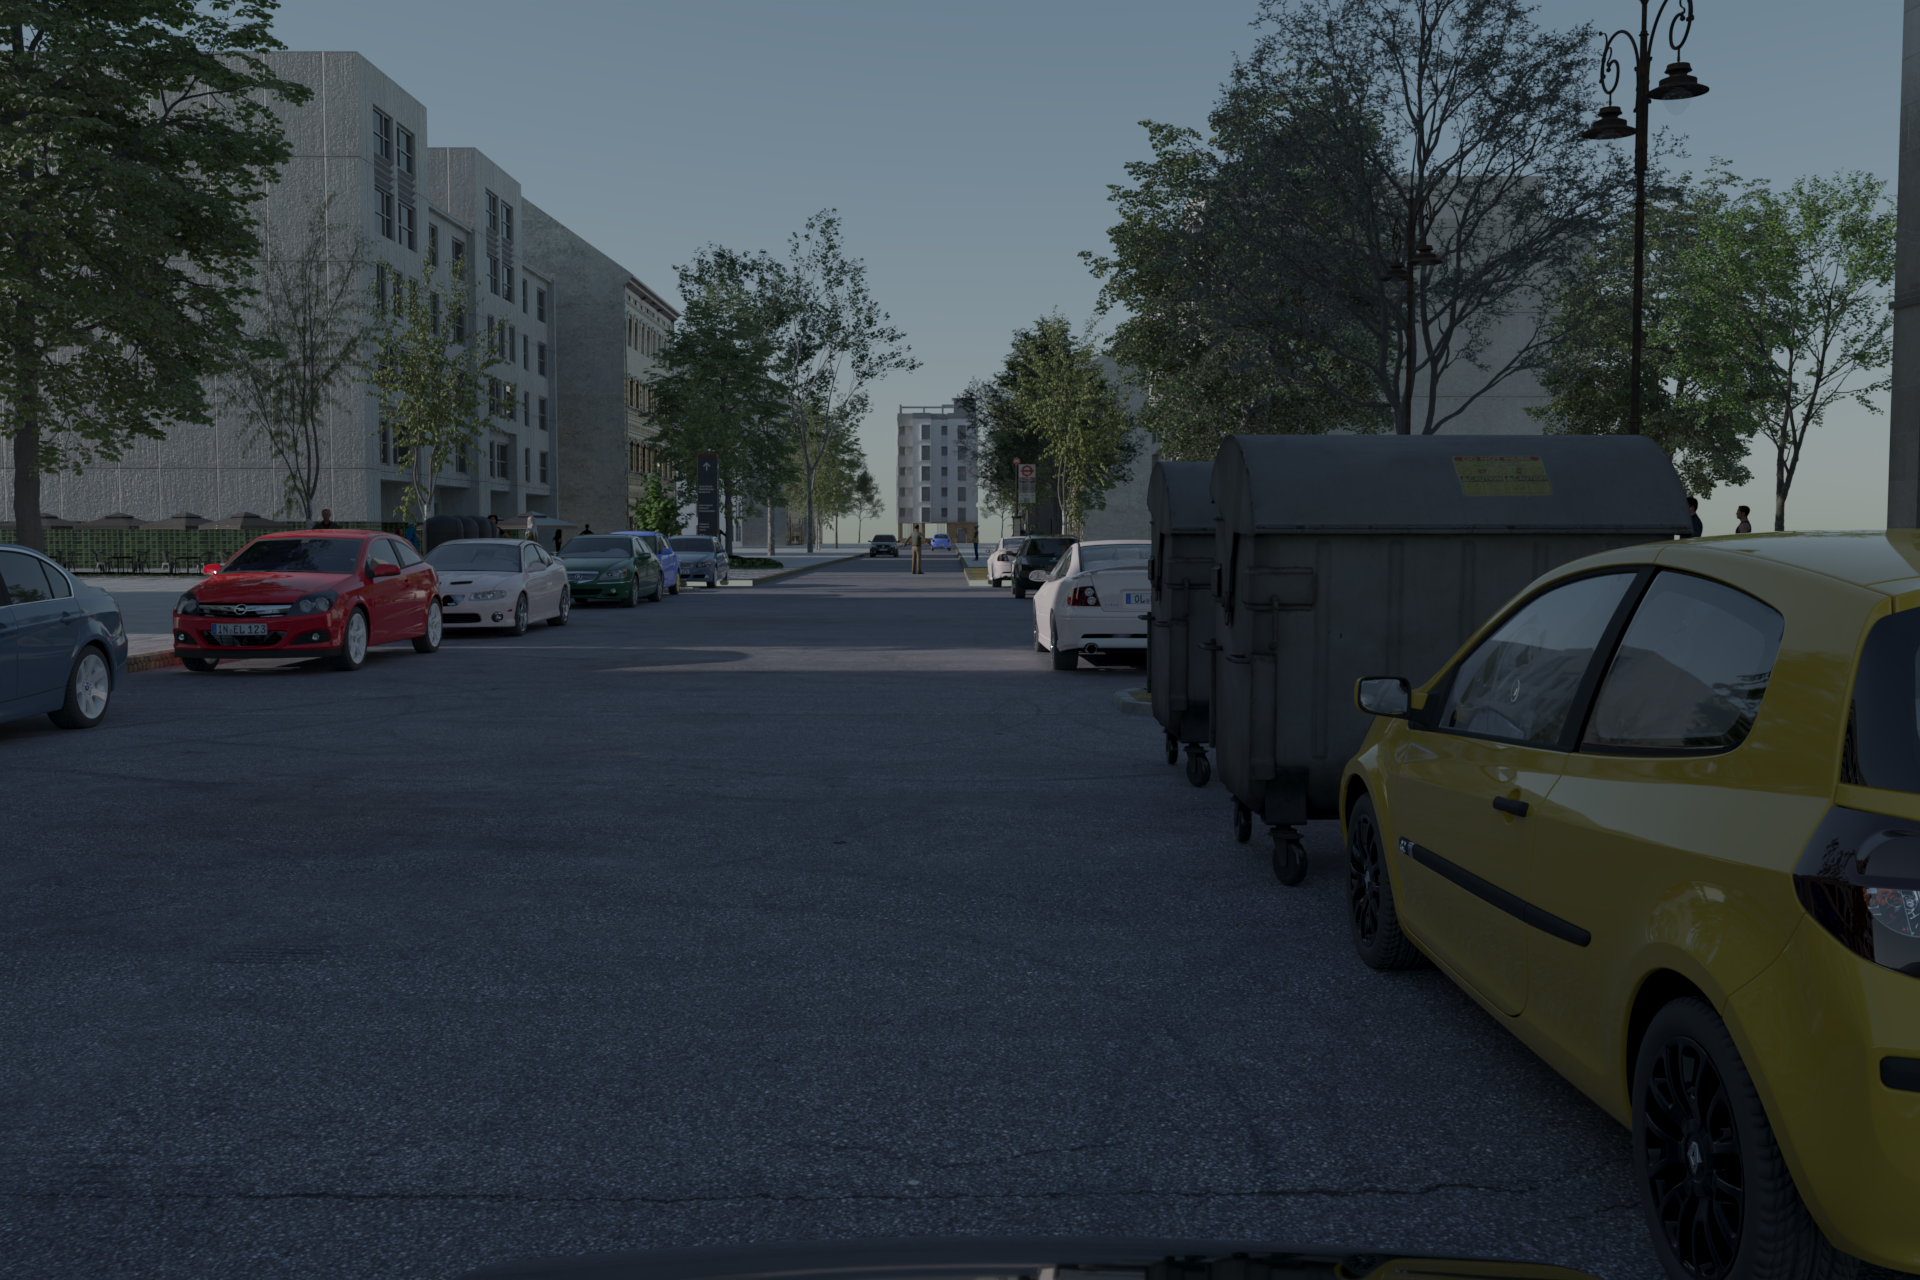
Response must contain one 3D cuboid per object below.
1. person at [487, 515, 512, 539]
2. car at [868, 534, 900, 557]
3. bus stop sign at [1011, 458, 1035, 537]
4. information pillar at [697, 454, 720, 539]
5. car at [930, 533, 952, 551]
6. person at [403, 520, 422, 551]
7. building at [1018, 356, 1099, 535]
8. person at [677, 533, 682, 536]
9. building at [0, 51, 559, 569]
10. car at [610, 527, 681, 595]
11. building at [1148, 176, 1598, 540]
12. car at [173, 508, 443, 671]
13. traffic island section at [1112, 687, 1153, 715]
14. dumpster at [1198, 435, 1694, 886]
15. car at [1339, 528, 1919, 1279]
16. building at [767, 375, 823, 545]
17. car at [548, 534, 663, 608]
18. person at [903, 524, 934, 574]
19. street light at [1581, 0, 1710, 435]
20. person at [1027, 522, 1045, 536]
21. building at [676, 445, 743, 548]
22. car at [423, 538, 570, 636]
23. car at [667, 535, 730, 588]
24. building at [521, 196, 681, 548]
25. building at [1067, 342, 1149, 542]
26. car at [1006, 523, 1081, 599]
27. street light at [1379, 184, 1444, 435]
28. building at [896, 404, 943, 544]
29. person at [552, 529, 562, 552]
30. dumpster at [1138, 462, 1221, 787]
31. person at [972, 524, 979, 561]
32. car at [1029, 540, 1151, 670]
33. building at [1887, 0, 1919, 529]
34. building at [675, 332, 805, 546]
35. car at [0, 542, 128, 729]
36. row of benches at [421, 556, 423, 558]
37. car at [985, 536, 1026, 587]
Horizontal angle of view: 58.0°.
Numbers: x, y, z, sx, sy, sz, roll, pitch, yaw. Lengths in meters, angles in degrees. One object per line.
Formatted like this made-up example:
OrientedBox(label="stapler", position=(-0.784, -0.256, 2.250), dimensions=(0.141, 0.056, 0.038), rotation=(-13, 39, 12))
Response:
OrientedBox(label="person", position=(-13.143, -2.607, 48.770), dimensions=(1.345, 1.843, 0.704), rotation=(-2, 4, -24))
OrientedBox(label="car", position=(-4.696, -5.984, 107.630), dimensions=(2.009, 1.686, 4.222), rotation=(0, 4, 0))
OrientedBox(label="bus stop sign", position=(2.200, -4.386, 60.410), dimensions=(0.855, 3.939, 0.416), rotation=(0, 4, -1))
OrientedBox(label="information pillar", position=(-8.161, -4.088, 56.221), dimensions=(0.750, 3.857, 0.750), rotation=(0, 4, -1))
OrientedBox(label="car", position=(-1.634, -8.501, 148.582), dimensions=(1.945, 1.707, 3.694), rotation=(0, 4, -2))
OrientedBox(label="person", position=(-20.560, -3.606, 65.080), dimensions=(1.347, 1.817, 0.704), rotation=(3, 4, 37))
OrientedBox(label="building", position=(20.929, -22.666, 214.567), dimensions=(27.936, 21.610, 32.646), rotation=(0, 4, 0))
OrientedBox(label="person", position=(-8.515, -2.629, 52.245), dimensions=(0.991, 1.433, 0.599), rotation=(1, 4, 21))
OrientedBox(label="building", position=(-30.481, -13.031, 79.516), dimensions=(16.747, 18.905, 31.486), rotation=(0, 4, 0))
OrientedBox(label="car", position=(-7.488, -1.841, 39.687), dimensions=(1.945, 1.707, 3.694), rotation=(0, 4, 0))
OrientedBox(label="building", position=(20.412, -13.934, 94.278), dimensions=(16.747, 18.905, 31.486), rotation=(0, 3, 0))
OrientedBox(label="car", position=(-7.210, -0.637, 19.456), dimensions=(2.155, 1.783, 4.494), rotation=(0, 4, 0))
OrientedBox(label="traffic island section", position=(2.296, 0.517, 14.417), dimensions=(1.991, 0.108, 1.994), rotation=(0, 4, 0))
OrientedBox(label="dumpster", position=(2.032, 0.042, 7.529), dimensions=(1.865, 1.857, 1.264), rotation=(0, 4, -1))
OrientedBox(label="car", position=(2.172, 0.347, 4.556), dimensions=(2.015, 1.641, 3.980), rotation=(0, 3, 0))
OrientedBox(label="building", position=(-27.328, -23.722, 218.775), dimensions=(19.493, 23.208, 18.063), rotation=(0, 4, -1))
OrientedBox(label="car", position=(-7.224, -1.430, 35.180), dimensions=(2.131, 1.459, 4.920), rotation=(0, 3, 0))
OrientedBox(label="person", position=(-1.528, -3.262, 62.059), dimensions=(1.348, 1.796, 0.705), rotation=(2, 4, 35))
OrientedBox(label="street light", position=(5.735, -2.562, 14.677), dimensions=(0.468, 5.910, 1.993), rotation=(0, 4, -1))
OrientedBox(label="person", position=(3.545, -4.464, 79.121), dimensions=(1.348, 1.813, 0.705), rotation=(1, 4, 18))
OrientedBox(label="building", position=(-25.788, -13.918, 169.707), dimensions=(9.099, 9.664, 28.070), rotation=(0, 4, -1))
OrientedBox(label="car", position=(-7.071, -0.818, 25.741), dimensions=(2.083, 1.381, 4.827), rotation=(0, 4, -1))
OrientedBox(label="car", position=(-7.369, -2.172, 47.511), dimensions=(2.014, 1.417, 4.499), rotation=(0, 4, -1))
OrientedBox(label="building", position=(-28.825, -17.074, 110.095), dimensions=(19.493, 23.208, 18.063), rotation=(0, 4, 0))
OrientedBox(label="building", position=(20.610, -20.809, 171.147), dimensions=(19.493, 23.208, 18.063), rotation=(0, 4, 0))
OrientedBox(label="car", position=(2.068, -1.840, 39.867), dimensions=(2.009, 1.686, 4.222), rotation=(0, 3, 0))
OrientedBox(label="street light", position=(6.051, -3.094, 23.379), dimensions=(0.468, 5.910, 1.993), rotation=(0, 4, -1))
OrientedBox(label="building", position=(-8.674, -23.568, 244.217), dimensions=(11.380, 20.090, 16.016), rotation=(0, 4, 1))
OrientedBox(label="person", position=(-18.678, -4.539, 80.401), dimensions=(0.705, 1.806, 1.347), rotation=(-2, 4, -27))
OrientedBox(label="dumpster", position=(2.039, -0.126, 10.277), dimensions=(1.865, 1.857, 1.264), rotation=(0, 4, -1))
OrientedBox(label="person", position=(0.697, -4.702, 83.343), dimensions=(0.721, 1.772, 1.216), rotation=(0, 4, 5))
OrientedBox(label="car", position=(1.859, -0.443, 19.610), dimensions=(2.083, 1.381, 4.827), rotation=(0, 4, -1))
OrientedBox(label="building", position=(27.432, -12.943, 13.783), dimensions=(24.374, 26.755, 37.873), rotation=(0, 4, -1))
OrientedBox(label="building", position=(-27.852, -22.302, 195.563), dimensions=(19.493, 23.208, 18.063), rotation=(0, 4, 0))
OrientedBox(label="car", position=(-7.247, 0.030, 11.507), dimensions=(2.014, 1.417, 4.499), rotation=(0, 4, -1))
OrientedBox(label="row of benches", position=(-16.295, -2.248, 52.210), dimensions=(4.104, 0.672, 1.422), rotation=(-1, 4, -16))
OrientedBox(label="car", position=(1.747, -2.183, 48.060), dimensions=(2.083, 1.381, 4.827), rotation=(0, 4, -1))
